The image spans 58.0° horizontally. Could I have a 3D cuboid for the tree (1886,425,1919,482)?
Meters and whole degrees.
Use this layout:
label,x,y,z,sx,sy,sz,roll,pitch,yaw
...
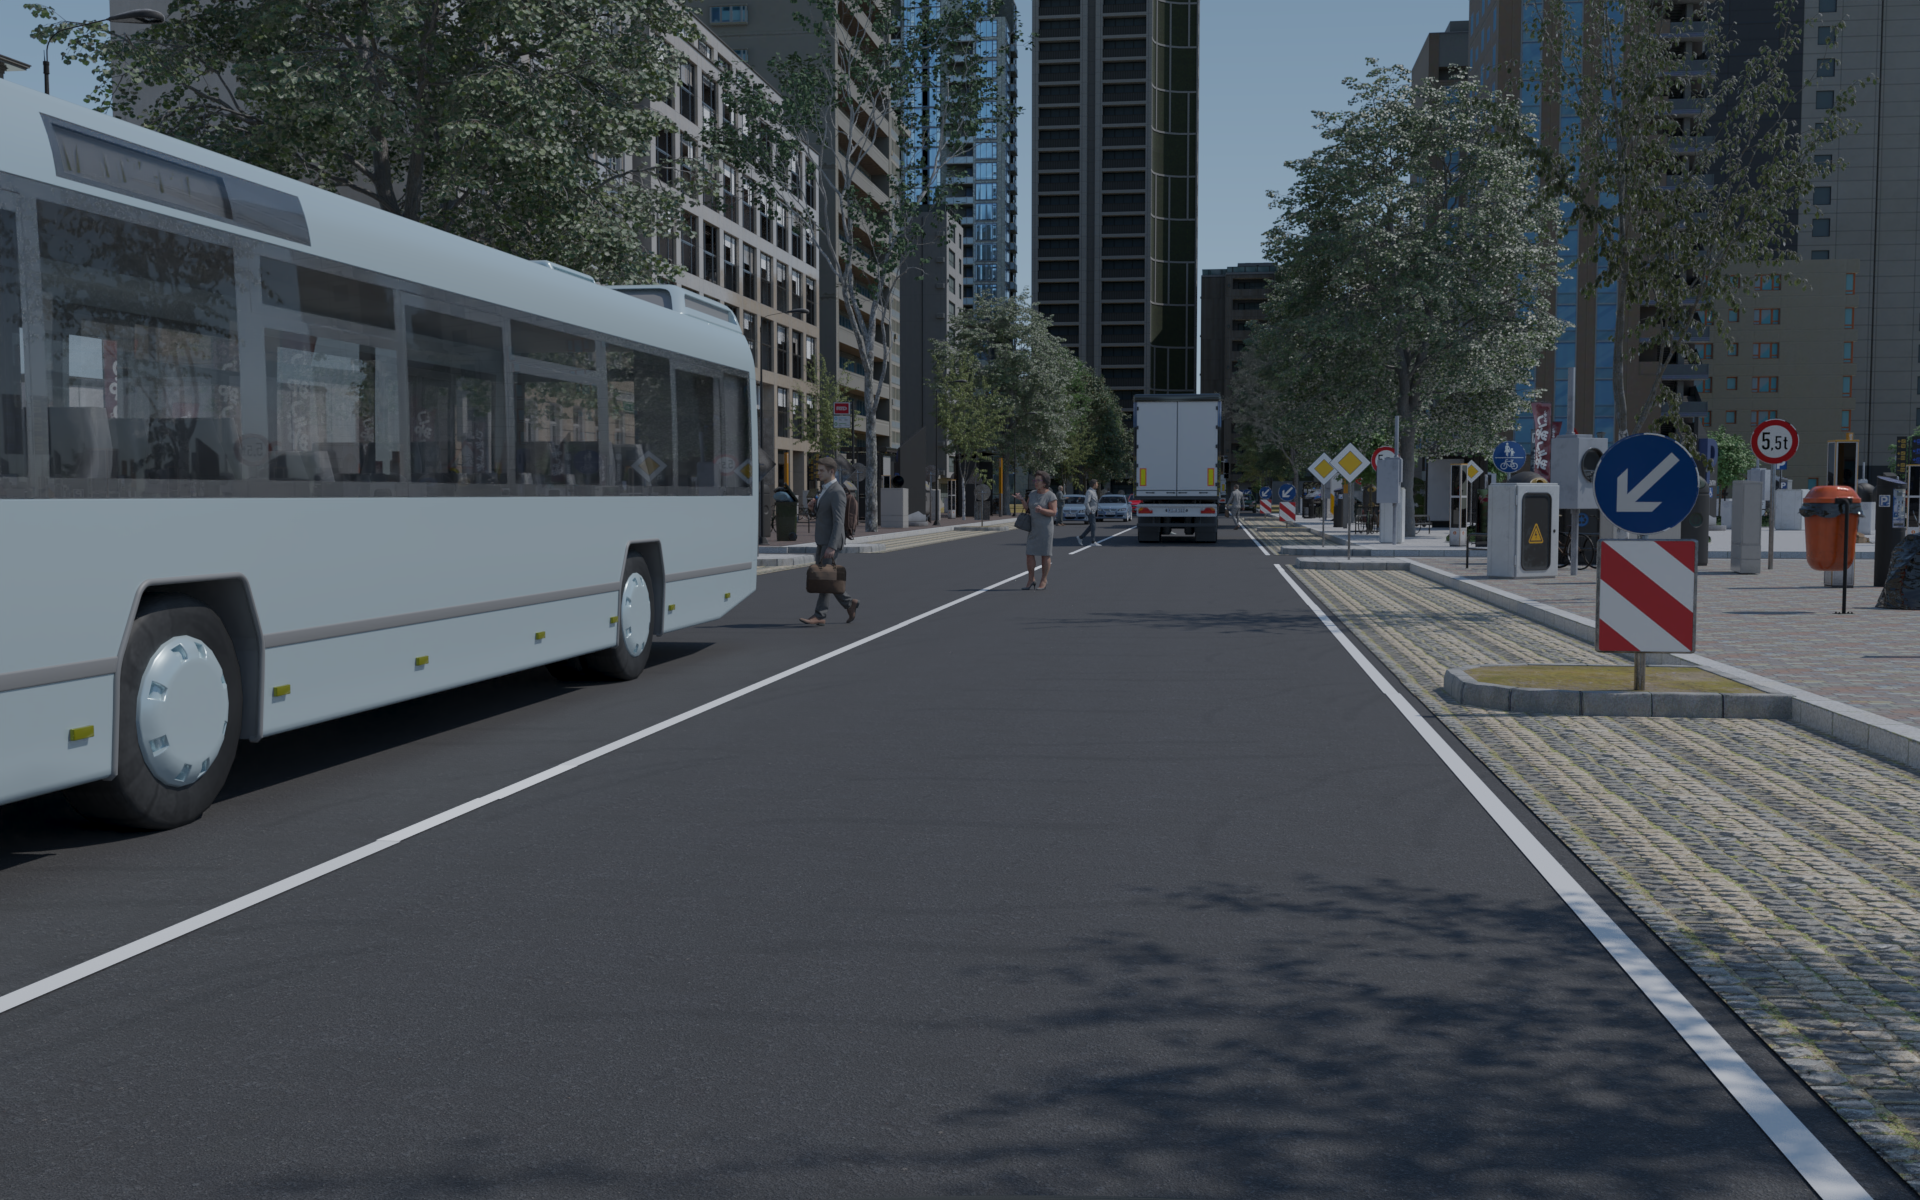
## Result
label,x,y,z,sx,sy,sz,roll,pitch,yaw
tree,40.214,-5.361,71.366,4.285,4.588,4.351,0,3,0

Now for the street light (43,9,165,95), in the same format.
label,x,y,z,sx,sy,sz,roll,pitch,yaw
street light,-8.311,-2.709,16.831,1.470,5.913,1.316,1,4,8

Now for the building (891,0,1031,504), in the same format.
label,x,y,z,sx,sy,sz,roll,pitch,yaw
building,-5.459,-55.887,226.416,31.000,86.520,22.319,1,4,8

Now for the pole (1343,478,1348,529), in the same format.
label,x,y,z,sx,sy,sz,roll,pitch,yaw
pole,14.296,-4.302,64.183,0.158,3.312,0.155,0,3,0

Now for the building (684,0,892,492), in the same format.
label,x,y,z,sx,sy,sz,roll,pitch,yaw
building,-17.643,-31.079,131.848,21.300,48.544,21.600,1,4,8

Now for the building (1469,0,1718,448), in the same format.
label,x,y,z,sx,sy,sz,roll,pitch,yaw
building,43.969,-28.908,122.758,14.600,45.320,14.200,1,4,8

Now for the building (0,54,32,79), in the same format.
label,x,y,z,sx,sy,sz,roll,pitch,yaw
building,-58.175,-14.685,73.382,30.059,22.955,16.112,1,4,8

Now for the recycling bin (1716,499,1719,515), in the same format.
label,x,y,z,sx,sy,sz,roll,pitch,yaw
recycling bin,41.833,-5.027,94.739,0.722,1.027,0.722,3,5,44

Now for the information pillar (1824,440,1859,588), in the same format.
label,x,y,z,sx,sy,sz,roll,pitch,yaw
information pillar,12.046,-1.174,23.681,0.304,2.012,0.304,0,4,7

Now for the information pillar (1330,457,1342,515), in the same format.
label,x,y,z,sx,sy,sz,roll,pitch,yaw
information pillar,14.673,-4.655,67.458,0.504,3.616,0.183,-1,4,-19

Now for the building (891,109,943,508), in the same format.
label,x,y,z,sx,sy,sz,roll,pitch,yaw
building,-18.554,-28.366,155.668,32.217,40.220,23.993,1,4,8

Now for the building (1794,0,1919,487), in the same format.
label,x,y,z,sx,sy,sz,roll,pitch,yaw
building,90.284,-43.933,156.563,20.611,71.187,20.563,1,4,8

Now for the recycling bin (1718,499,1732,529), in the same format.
label,x,y,z,sx,sy,sz,roll,pitch,yaw
recycling bin,28.326,-3.107,63.349,0.722,1.027,0.722,3,5,41

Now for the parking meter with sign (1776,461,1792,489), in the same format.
label,x,y,z,sx,sy,sz,roll,pitch,yaw
parking meter with sign,40.679,-5.446,85.296,0.543,3.016,1.738,3,5,43

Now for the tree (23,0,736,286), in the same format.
label,x,y,z,sx,sy,sz,roll,pitch,yaw
tree,-8.334,-7.315,26.261,9.857,13.997,8.962,0,3,0

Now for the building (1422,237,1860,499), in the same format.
label,x,y,z,sx,sy,sz,roll,pitch,yaw
building,54.393,-18.267,143.704,27.650,21.520,28.899,1,4,8

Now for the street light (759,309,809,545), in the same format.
label,x,y,z,sx,sy,sz,roll,pitch,yaw
street light,-4.467,-4.345,43.583,1.470,5.913,1.316,1,4,8

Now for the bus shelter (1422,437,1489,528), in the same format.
label,x,y,z,sx,sy,sz,roll,pitch,yaw
bus shelter,18.245,-4.270,63.732,2.014,3.302,5.546,1,4,8

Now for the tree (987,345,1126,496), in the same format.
label,x,y,z,sx,sy,sz,roll,pitch,yaw
tree,5.429,-11.752,117.898,9.928,11.665,9.643,0,3,0

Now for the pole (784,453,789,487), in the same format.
label,x,y,z,sx,sy,sz,roll,pitch,yaw
pole,-8.551,-5.598,85.369,0.158,3.312,0.155,0,3,0

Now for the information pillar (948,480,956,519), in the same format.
label,x,y,z,sx,sy,sz,roll,pitch,yaw
information pillar,-0.429,-5.193,89.400,0.304,2.012,0.304,-3,5,-42

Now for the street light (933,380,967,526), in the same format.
label,x,y,z,sx,sy,sz,roll,pitch,yaw
street light,-0.420,-5.993,70.523,1.470,5.913,1.316,1,4,8

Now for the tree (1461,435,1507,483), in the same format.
label,x,y,z,sx,sy,sz,roll,pitch,yaw
tree,26.159,-6.324,87.114,4.285,4.588,4.351,0,3,0

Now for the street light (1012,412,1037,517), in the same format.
label,x,y,z,sx,sy,sz,roll,pitch,yaw
street light,3.654,-7.696,98.370,1.470,5.913,1.316,1,4,8

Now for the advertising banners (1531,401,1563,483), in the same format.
label,x,y,z,sx,sy,sz,roll,pitch,yaw
advertising banners,11.716,-2.264,33.208,2.074,3.025,0.090,-2,4,-24

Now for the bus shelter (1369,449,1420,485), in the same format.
label,x,y,z,sx,sy,sz,roll,pitch,yaw
bus shelter,21.220,-6.592,85.409,2.179,5.291,8.768,1,4,8

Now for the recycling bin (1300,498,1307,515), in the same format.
label,x,y,z,sx,sy,sz,roll,pitch,yaw
recycling bin,20.918,-5.603,104.163,0.722,1.027,0.722,2,4,30

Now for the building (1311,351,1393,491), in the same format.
label,x,y,z,sx,sy,sz,roll,pitch,yaw
building,59.622,-23.116,222.987,28.899,21.520,27.650,1,4,8

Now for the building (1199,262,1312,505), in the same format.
label,x,y,z,sx,sy,sz,roll,pitch,yaw
building,37.351,-27.368,219.171,14.107,30.474,14.160,1,4,8

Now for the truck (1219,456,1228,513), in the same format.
label,x,y,z,sx,sy,sz,roll,pitch,yaw
truck,19.114,-8.805,132.867,2.839,4.237,11.283,0,4,7

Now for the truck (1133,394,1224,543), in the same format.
label,x,y,z,sx,sy,sz,roll,pitch,yaw
truck,6.865,-3.988,54.117,2.839,4.237,11.283,0,4,8

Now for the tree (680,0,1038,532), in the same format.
label,x,y,z,sx,sy,sz,roll,pitch,yaw
tree,-4.363,-12.332,57.515,12.611,20.169,13.585,0,3,0

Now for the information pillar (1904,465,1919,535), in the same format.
label,x,y,z,sx,sy,sz,roll,pitch,yaw
information pillar,23.805,-2.372,43.273,0.304,2.012,0.304,1,4,16

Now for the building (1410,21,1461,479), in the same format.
label,x,y,z,sx,sy,sz,roll,pitch,yaw
building,50.647,-31.508,165.259,14.600,45.320,14.200,1,4,8

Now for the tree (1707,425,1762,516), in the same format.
label,x,y,z,sx,sy,sz,roll,pitch,yaw
tree,35.556,-5.939,80.822,4.285,4.588,4.351,0,3,0

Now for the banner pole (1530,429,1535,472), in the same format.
label,x,y,z,sx,sy,sz,roll,pitch,yaw
banner pole,19.713,-4.207,58.801,0.863,3.779,0.401,-1,4,-12

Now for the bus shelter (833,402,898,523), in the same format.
label,x,y,z,sx,sy,sz,roll,pitch,yaw
bus shelter,-4.055,-6.137,77.967,2.179,5.291,8.768,1,4,8

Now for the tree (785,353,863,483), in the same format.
label,x,y,z,sx,sy,sz,roll,pitch,yaw
tree,-6.854,-8.533,89.880,4.737,8.622,4.395,0,3,0

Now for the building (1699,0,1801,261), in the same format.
label,x,y,z,sx,sy,sz,roll,pitch,yaw
building,69.706,-44.088,159.084,20.611,71.187,20.563,1,4,8

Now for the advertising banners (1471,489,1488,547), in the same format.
label,x,y,z,sx,sy,sz,roll,pitch,yaw
advertising banners,13.425,-2.787,41.758,2.074,3.025,0.090,0,4,6

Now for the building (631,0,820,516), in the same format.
label,x,y,z,sx,sy,sz,roll,pitch,yaw
building,-21.107,-17.897,97.135,19.350,26.468,34.151,1,4,8

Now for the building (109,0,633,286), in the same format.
label,x,y,z,sx,sy,sz,roll,pitch,yaw
building,-22.253,-17.356,69.679,13.634,28.700,20.117,1,4,8

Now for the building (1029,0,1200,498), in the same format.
label,x,y,z,sx,sy,sz,roll,pitch,yaw
building,20.308,-48.040,223.713,20.611,71.187,20.563,1,4,8

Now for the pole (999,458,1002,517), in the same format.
label,x,y,z,sx,sy,sz,roll,pitch,yaw
pole,2.299,-6.369,97.978,0.158,3.312,0.155,0,3,0

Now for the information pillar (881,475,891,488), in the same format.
label,x,y,z,sx,sy,sz,roll,pitch,yaw
information pillar,-2.877,-3.843,67.329,0.304,2.012,0.304,-1,4,-14

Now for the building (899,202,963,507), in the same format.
label,x,y,z,sx,sy,sz,roll,pitch,yaw
building,-7.090,-24.681,175.230,14.107,30.474,14.160,1,4,8

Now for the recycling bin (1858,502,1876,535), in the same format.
label,x,y,z,sx,sy,sz,roll,pitch,yaw
recycling bin,28.412,-2.574,54.641,0.722,1.027,0.722,3,4,38

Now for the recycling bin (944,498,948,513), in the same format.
label,x,y,z,sx,sy,sz,roll,pitch,yaw
recycling bin,-0.630,-6.418,117.482,0.722,1.027,0.722,1,4,21

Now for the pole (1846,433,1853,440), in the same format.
label,x,y,z,sx,sy,sz,roll,pitch,yaw
pole,29.572,-3.903,57.664,0.158,3.312,0.155,0,3,0

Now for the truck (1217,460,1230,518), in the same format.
label,x,y,z,sx,sy,sz,roll,pitch,yaw
truck,10.122,-4.931,76.540,3.469,3.379,9.791,1,4,9

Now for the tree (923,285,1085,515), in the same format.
label,x,y,z,sx,sy,sz,roll,pitch,yaw
tree,2.668,-12.135,105.065,9.857,13.997,8.962,0,3,0

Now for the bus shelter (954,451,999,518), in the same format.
label,x,y,z,sx,sy,sz,roll,pitch,yaw
bus shelter,0.955,-6.471,97.088,1.731,3.624,6.357,1,4,8

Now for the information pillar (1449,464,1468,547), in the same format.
label,x,y,z,sx,sy,sz,roll,pitch,yaw
information pillar,12.142,-2.305,42.180,0.304,2.012,0.304,-3,5,-42
